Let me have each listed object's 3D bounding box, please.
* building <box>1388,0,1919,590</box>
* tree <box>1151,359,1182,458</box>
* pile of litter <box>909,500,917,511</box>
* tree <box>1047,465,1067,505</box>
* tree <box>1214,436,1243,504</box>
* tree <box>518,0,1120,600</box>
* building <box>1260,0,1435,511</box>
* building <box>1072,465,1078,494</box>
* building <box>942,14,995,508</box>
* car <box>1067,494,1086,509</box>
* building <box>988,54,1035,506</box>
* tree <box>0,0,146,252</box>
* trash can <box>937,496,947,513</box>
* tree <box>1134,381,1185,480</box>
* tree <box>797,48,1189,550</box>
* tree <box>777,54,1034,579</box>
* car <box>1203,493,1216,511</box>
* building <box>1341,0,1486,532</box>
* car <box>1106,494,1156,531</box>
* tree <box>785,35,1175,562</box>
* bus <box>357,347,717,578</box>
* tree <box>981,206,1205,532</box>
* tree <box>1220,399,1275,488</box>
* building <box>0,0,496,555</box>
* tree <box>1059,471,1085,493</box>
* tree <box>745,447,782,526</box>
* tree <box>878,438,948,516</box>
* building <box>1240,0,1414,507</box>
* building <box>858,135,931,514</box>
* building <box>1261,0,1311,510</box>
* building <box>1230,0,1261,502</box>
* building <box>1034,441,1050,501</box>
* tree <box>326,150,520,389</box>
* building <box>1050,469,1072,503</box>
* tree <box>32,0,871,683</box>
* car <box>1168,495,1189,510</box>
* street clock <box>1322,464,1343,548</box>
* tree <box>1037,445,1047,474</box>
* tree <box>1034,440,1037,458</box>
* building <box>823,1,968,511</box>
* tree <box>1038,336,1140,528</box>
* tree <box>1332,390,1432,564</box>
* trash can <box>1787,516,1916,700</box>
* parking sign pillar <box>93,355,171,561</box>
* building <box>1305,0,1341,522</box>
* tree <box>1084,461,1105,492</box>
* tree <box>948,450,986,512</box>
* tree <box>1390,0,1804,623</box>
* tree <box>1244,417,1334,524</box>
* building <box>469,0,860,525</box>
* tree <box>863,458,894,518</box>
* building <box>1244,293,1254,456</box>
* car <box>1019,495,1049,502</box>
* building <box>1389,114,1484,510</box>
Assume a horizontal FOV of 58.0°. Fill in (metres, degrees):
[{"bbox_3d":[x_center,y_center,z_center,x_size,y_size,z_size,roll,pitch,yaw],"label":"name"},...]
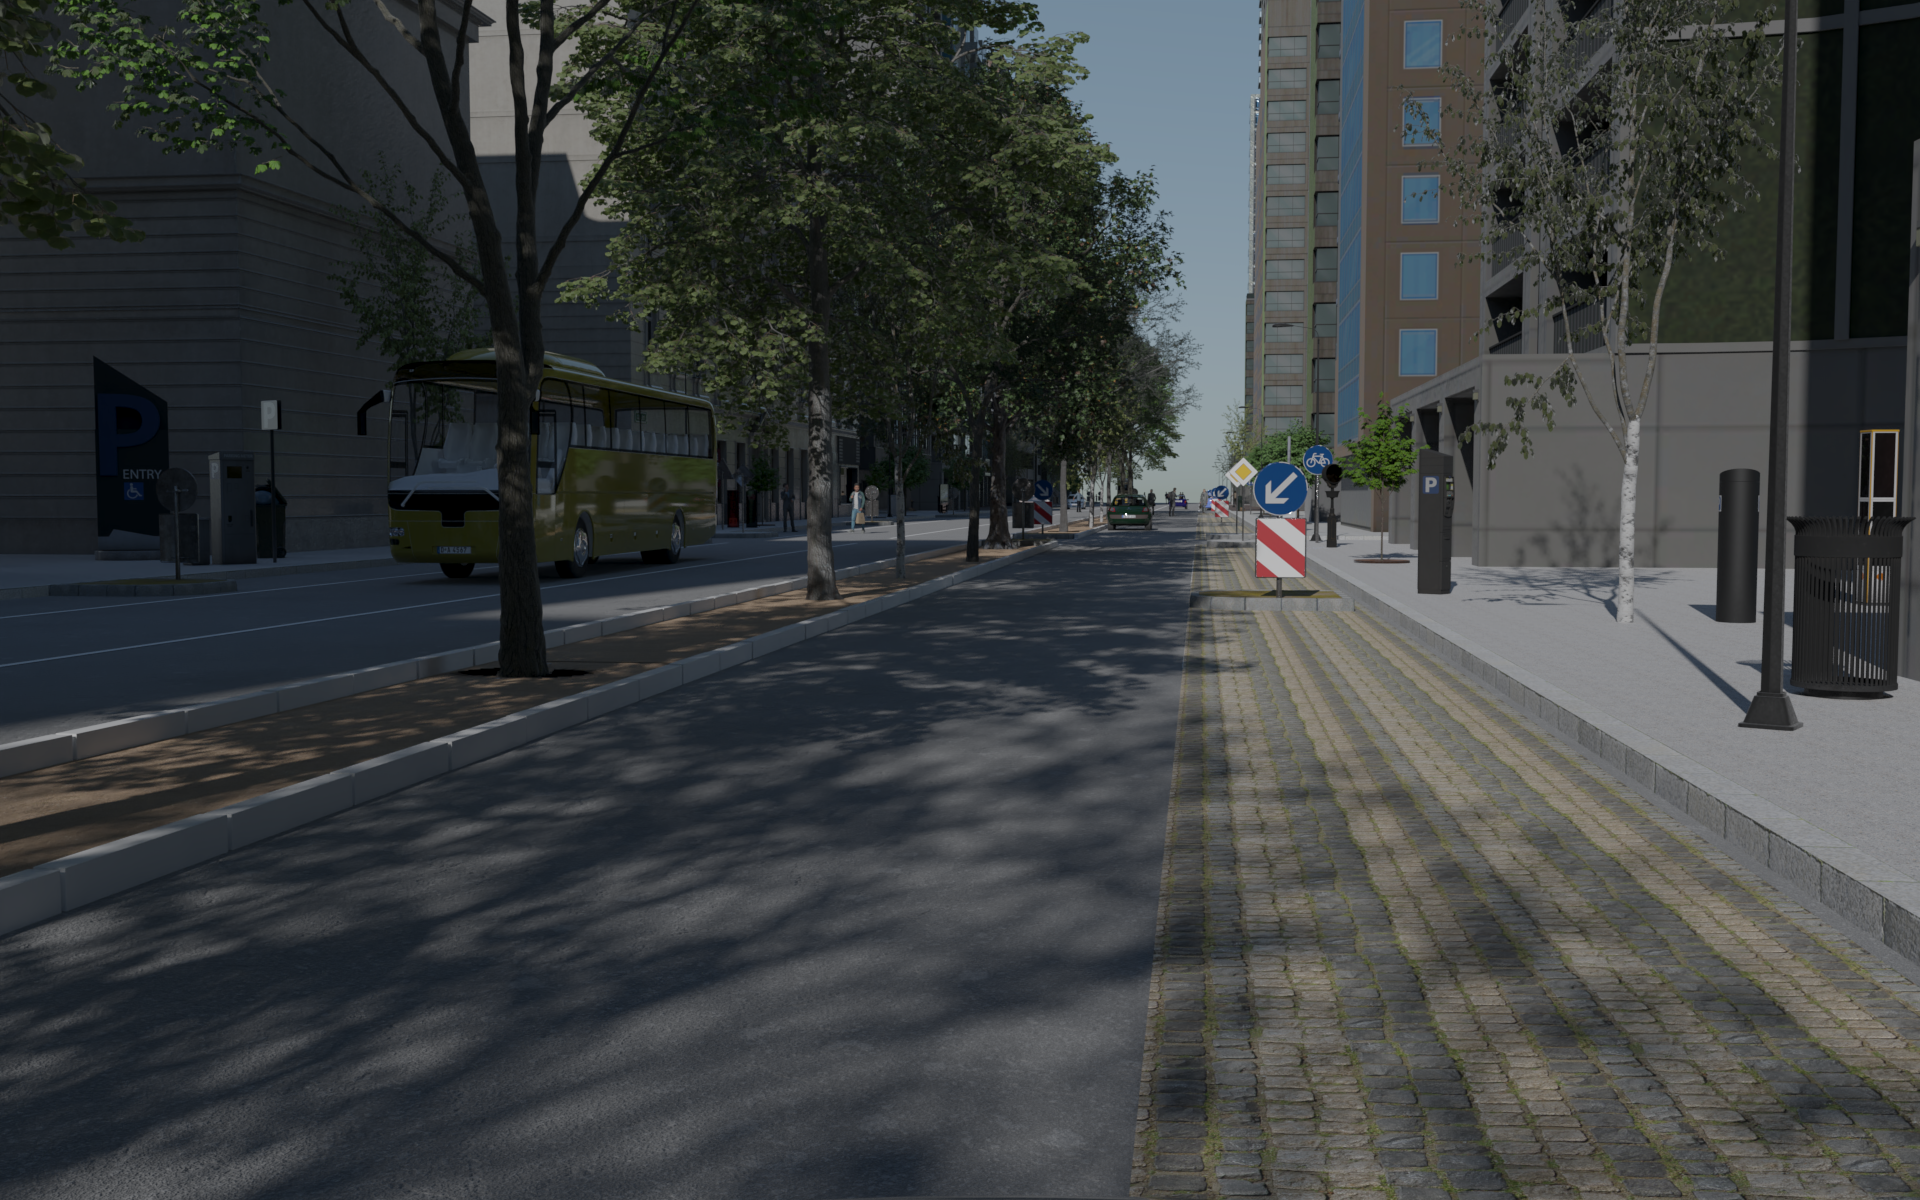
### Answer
[{"bbox_3d":[19.878,-36.283,31.474,20.563,71.187,20.611,0,4,8],"label":"building"},{"bbox_3d":[11.568,-11.598,117.832,9.928,11.665,9.643,0,3,0],"label":"tree"},{"bbox_3d":[-3.866,-7.107,130.169,1.176,0.858,1.719,-2,4,-29],"label":"pile of litter"},{"bbox_3d":[10.979,-15.516,204.042,4.360,8.622,3.978,0,3,0],"label":"tree"},{"bbox_3d":[33.860,-16.247,216.003,4.360,8.622,3.978,0,3,0],"label":"tree"},{"bbox_3d":[-1.819,-6.237,22.566,7.486,12.596,7.792,0,3,0],"label":"tree"},{"bbox_3d":[34.668,-31.140,159.246,14.600,45.320,14.200,0,4,8],"label":"building"},{"bbox_3d":[7.123,-39.603,271.204,21.300,48.544,21.600,0,4,8],"label":"building"},{"bbox_3d":[-8.288,-33.678,170.236,23.786,49.044,30.456,0,4,8],"label":"building"},{"bbox_3d":[10.937,-9.279,163.710,2.014,1.417,4.499,0,4,8],"label":"car"},{"bbox_3d":[-3.133,-34.989,195.766,21.300,48.544,21.600,0,4,8],"label":"building"},{"bbox_3d":[-4.497,-5.141,4.644,7.486,12.596,7.792,0,3,0],"label":"tree"},{"bbox_3d":[-1.229,-6.568,119.035,0.748,1.137,0.748,0,3,0],"label":"trash can"},{"bbox_3d":[12.543,-12.597,126.543,7.486,12.596,7.792,0,3,0],"label":"tree"},{"bbox_3d":[0.992,-7.639,44.370,9.611,12.733,9.660,0,3,0],"label":"tree"},{"bbox_3d":[-1.017,-4.642,28.714,4.360,8.622,3.978,0,3,0],"label":"tree"},{"bbox_3d":[22.039,-8.641,150.866,1.945,1.707,3.694,1,4,8],"label":"car"},{"bbox_3d":[21.408,-25.212,62.321,14.200,45.320,14.600,0,4,8],"label":"building"},{"bbox_3d":[6.821,-3.644,69.368,2.009,1.686,4.222,0,4,7],"label":"car"},{"bbox_3d":[0.190,-6.049,35.773,8.767,10.594,7.601,0,4,8],"label":"tree"},{"bbox_3d":[-7.297,-2.522,32.781,2.896,3.916,12.252,0,4,6],"label":"bus"},{"bbox_3d":[3.885,-9.296,64.820,12.009,13.543,11.850,0,3,0],"label":"tree"},{"bbox_3d":[21.971,-11.166,132.925,4.737,8.622,4.395,0,3,0],"label":"tree"},{"bbox_3d":[-25.535,-12.296,42.846,24.055,21.916,13.314,0,4,8],"label":"building"},{"bbox_3d":[15.059,-15.240,232.892,4.285,4.588,4.351,0,3,0],"label":"tree"},{"bbox_3d":[-8.120,-4.617,70.085,1.663,3.219,1.824,0,3,0],"label":"tree"},{"bbox_3d":[-3.213,-7.187,101.227,4.285,4.588,4.351,0,3,0],"label":"tree"},{"bbox_3d":[47.871,-48.328,228.418,20.563,71.187,20.611,0,4,8],"label":"building"},{"bbox_3d":[-10.668,-19.712,115.792,14.314,27.812,24.014,0,4,8],"label":"building"},{"bbox_3d":[32.494,-28.243,145.366,14.154,41.232,14.086,0,4,8],"label":"building"},{"bbox_3d":[53.802,-58.448,268.299,22.319,86.520,31.000,0,4,8],"label":"building"},{"bbox_3d":[4.193,-27.730,225.084,14.160,30.474,14.107,0,4,8],"label":"building"},{"bbox_3d":[-11.680,-5.357,37.949,4.737,8.622,4.395,0,3,0],"label":"tree"},{"bbox_3d":[4.462,-43.069,246.170,21.231,58.520,28.212,0,4,8],"label":"building"},{"bbox_3d":[-3.525,-5.211,13.412,9.928,11.665,9.643,0,3,0],"label":"tree"},{"bbox_3d":[20.378,-9.118,161.658,1.945,1.354,3.894,0,4,8],"label":"car"},{"bbox_3d":[8.905,-2.255,41.441,0.471,2.002,0.358,-1,4,-13],"label":"street clock"},{"bbox_3d":[5.150,-12.849,160.449,4.360,8.622,3.978,0,3,0],"label":"tree"},{"bbox_3d":[3.756,-12.242,150.513,4.360,8.622,3.978,0,3,0],"label":"tree"},{"bbox_3d":[-10.068,-43.110,143.094,20.563,71.187,20.611,0,4,8],"label":"building"},{"bbox_3d":[5.549,-7.367,73.277,4.737,8.622,4.395,0,3,0],"label":"tree"},{"bbox_3d":[7.895,-2.313,32.426,1.663,3.219,1.824,0,3,0],"label":"tree"},{"bbox_3d":[5.609,0.042,10.967,0.748,1.137,0.748,0,3,0],"label":"trash can"},{"bbox_3d":[-16.192,-2.779,33.902,1.447,3.967,1.447,-2,4,-24],"label":"parking sign pillar"},{"bbox_3d":[24.129,-19.160,84.969,14.160,30.474,14.107,0,4,8],"label":"building"},{"bbox_3d":[21.547,-20.112,279.200,4.360,8.622,3.978,0,3,0],"label":"tree"},{"bbox_3d":[0.256,-8.761,126.957,4.285,4.588,4.351,0,3,0],"label":"tree"},{"bbox_3d":[6.635,-4.095,17.312,4.360,8.622,3.978,0,3,0],"label":"tree"},{"bbox_3d":[14.381,-5.508,73.777,4.285,4.588,4.351,0,3,0],"label":"tree"},{"bbox_3d":[-16.292,-18.680,81.834,17.030,29.872,44.131,0,4,8],"label":"building"},{"bbox_3d":[-4.316,-5.977,92.332,1.663,3.219,1.824,0,3,0],"label":"tree"},{"bbox_3d":[47.745,-29.110,247.642,14.160,30.474,14.107,0,4,8],"label":"building"},{"bbox_3d":[5.173,-6.531,119.148,2.083,1.381,4.827,0,4,8],"label":"car"},{"bbox_3d":[40.300,-45.074,175.217,20.563,71.187,20.611,0,4,8],"label":"building"}]
